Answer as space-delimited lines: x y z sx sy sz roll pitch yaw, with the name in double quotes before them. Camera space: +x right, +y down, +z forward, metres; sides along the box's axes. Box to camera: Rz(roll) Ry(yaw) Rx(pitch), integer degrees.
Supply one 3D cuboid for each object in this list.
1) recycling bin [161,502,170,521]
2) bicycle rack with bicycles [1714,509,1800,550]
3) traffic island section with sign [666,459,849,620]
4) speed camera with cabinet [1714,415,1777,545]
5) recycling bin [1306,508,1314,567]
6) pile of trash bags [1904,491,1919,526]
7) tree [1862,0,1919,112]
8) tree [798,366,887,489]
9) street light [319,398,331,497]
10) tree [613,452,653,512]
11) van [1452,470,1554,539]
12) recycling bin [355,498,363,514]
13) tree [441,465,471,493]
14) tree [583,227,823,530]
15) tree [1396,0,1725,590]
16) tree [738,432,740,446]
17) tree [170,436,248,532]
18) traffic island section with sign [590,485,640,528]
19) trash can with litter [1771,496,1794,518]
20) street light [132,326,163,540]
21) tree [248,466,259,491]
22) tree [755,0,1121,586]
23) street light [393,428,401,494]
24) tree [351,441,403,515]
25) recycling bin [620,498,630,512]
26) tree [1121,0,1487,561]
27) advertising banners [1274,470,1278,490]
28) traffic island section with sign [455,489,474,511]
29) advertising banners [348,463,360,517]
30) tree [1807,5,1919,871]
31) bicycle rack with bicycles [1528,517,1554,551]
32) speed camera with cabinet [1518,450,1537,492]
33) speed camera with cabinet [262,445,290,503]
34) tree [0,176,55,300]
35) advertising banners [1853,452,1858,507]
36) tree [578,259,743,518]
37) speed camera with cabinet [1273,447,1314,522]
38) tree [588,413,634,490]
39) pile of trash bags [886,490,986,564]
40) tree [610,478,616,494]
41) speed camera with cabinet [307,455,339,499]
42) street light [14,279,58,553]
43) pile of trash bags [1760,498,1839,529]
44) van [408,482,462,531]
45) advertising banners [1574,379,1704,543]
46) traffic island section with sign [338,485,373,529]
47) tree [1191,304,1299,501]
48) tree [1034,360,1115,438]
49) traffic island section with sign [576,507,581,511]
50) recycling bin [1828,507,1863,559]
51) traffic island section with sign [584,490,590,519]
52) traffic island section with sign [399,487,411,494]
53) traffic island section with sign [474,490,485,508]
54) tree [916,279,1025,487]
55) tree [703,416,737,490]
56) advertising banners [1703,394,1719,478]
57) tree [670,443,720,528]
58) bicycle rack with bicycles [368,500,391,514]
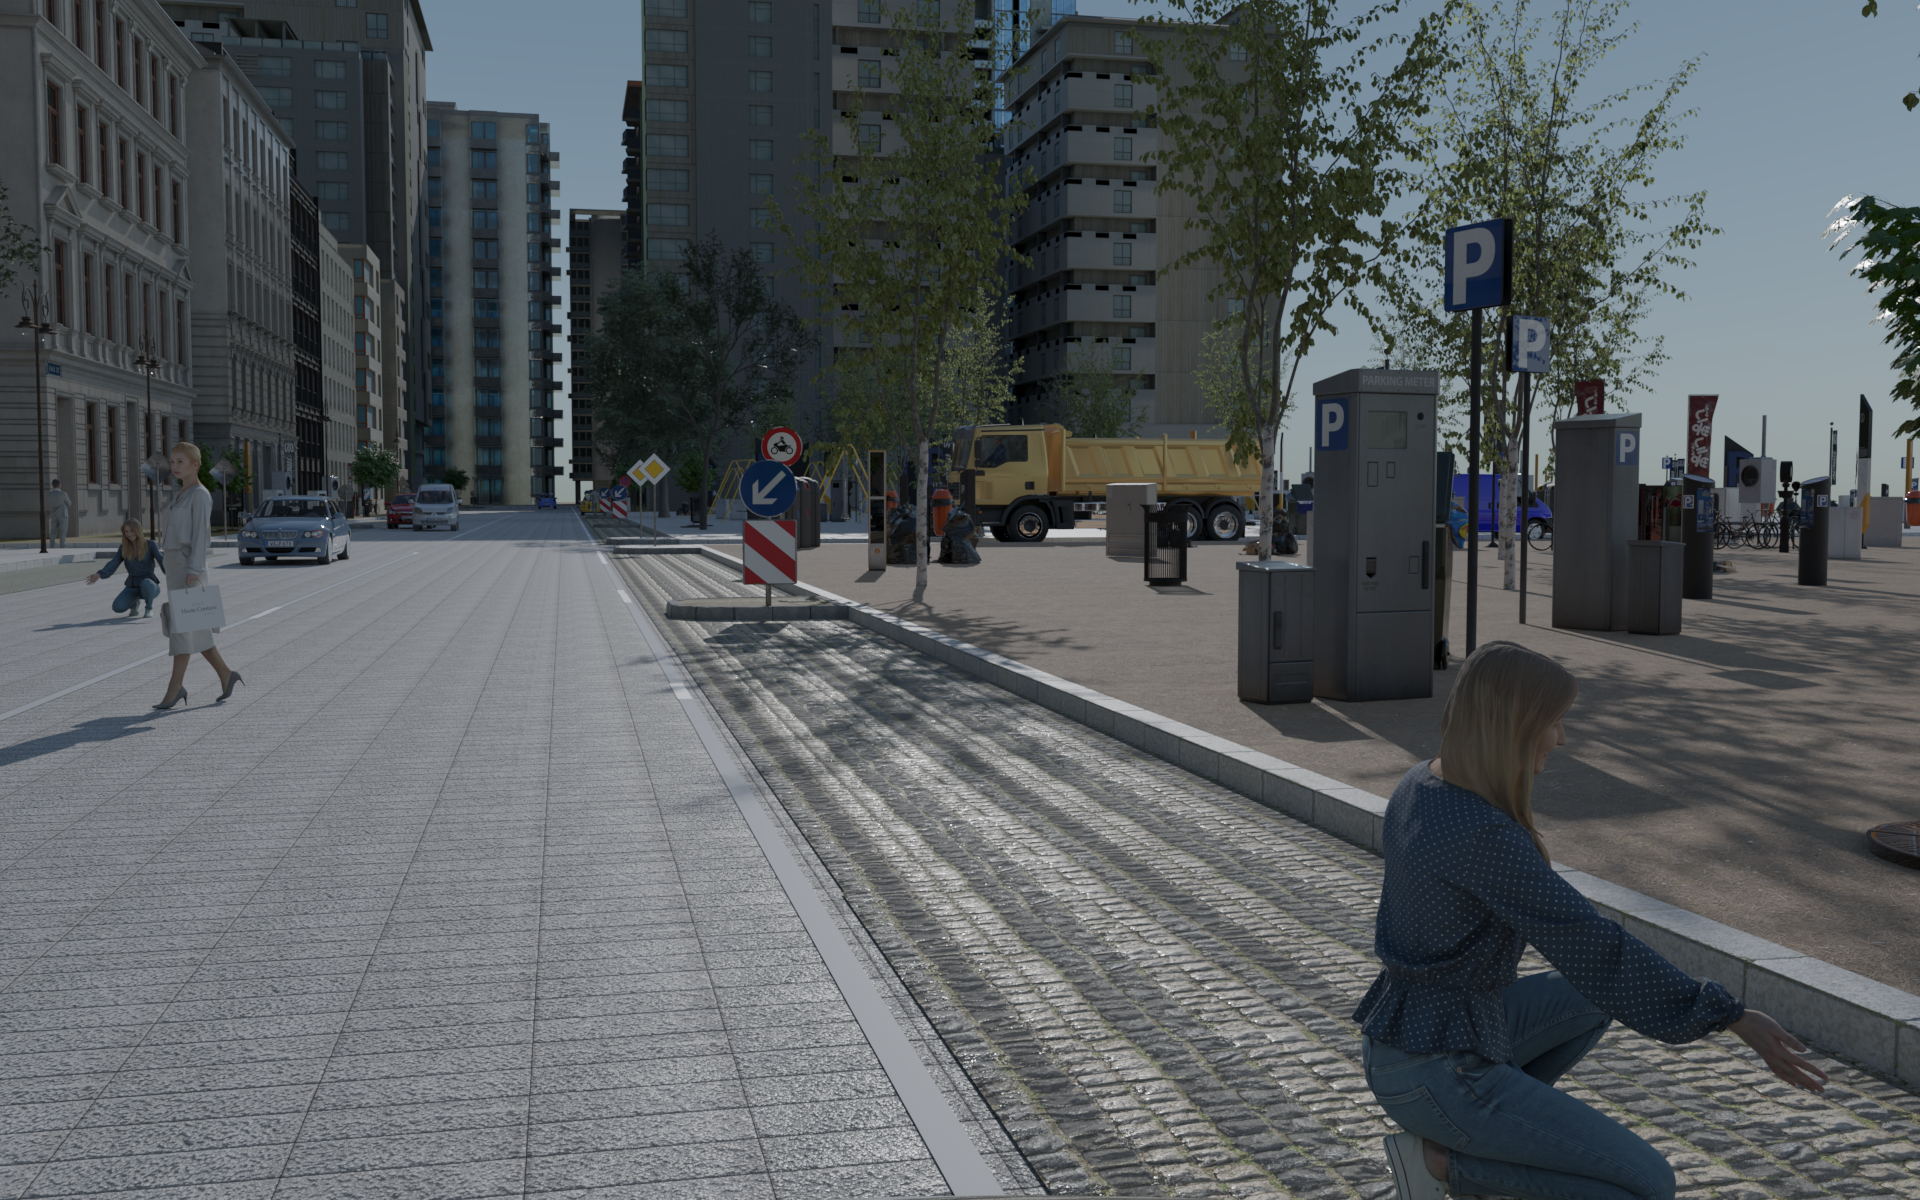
"recycling bin" -24.994 -2.620 55.390 0.722 1.027 0.722 1 4 16
"bicycle rack with bicycles" 18.602 -1.682 40.880 2.925 0.926 2.852 0 4 1
"traffic island section with sign" -2.454 -0.725 20.485 1.989 1.847 2.006 -1 4 -13
"speed camera with cabinet" 19.690 -3.037 43.993 0.660 3.252 2.038 -2 4 -24
"recycling bin" 5.636 -0.809 25.787 0.722 1.027 0.722 3 5 39
"pile of trash bags" 26.052 -2.175 45.319 3.447 1.369 1.912 -1 4 -23
"tree" 6.532 -3.644 9.936 4.737 8.622 4.395 0 3 0
"tree" -7.045 -9.058 98.468 4.360 8.622 3.978 0 3 0
"street light" -30.507 -6.766 83.413 0.468 5.910 1.993 -1 4 -13
"tree" -23.597 -8.679 125.609 4.285 4.588 4.351 0 3 0
"van" 14.945 -2.867 51.266 5.245 2.365 2.240 -1 4 -13
"recycling bin" -37.805 -5.905 109.105 0.722 1.027 0.722 -3 4 -36
"tree" -57.075 -12.980 195.937 4.285 4.588 4.351 0 3 0
"tree" -9.173 -7.766 61.380 8.767 10.594 7.601 0 4 -8
"tree" 7.619 -4.450 23.115 4.360 8.622 3.978 0 3 0
"tree" -11.466 -9.758 109.912 4.737 8.622 4.395 0 3 0
"tree" -25.404 -3.895 58.286 1.663 3.219 1.824 0 3 0
"traffic island section with sign" -14.725 -4.014 74.253 1.989 1.847 2.006 -1 4 -13
"trash can with litter" 45.015 -5.126 94.864 1.678 1.210 2.233 -3 5 -43
"street light" -22.389 -4.592 47.863 0.468 5.910 1.993 -1 4 -13
"tree" -25.427 -4.045 60.736 1.663 3.219 1.824 0 3 0
"tree" -0.628 -4.521 24.274 4.737 8.622 4.395 0 3 0
"street light" -38.455 -8.907 118.423 0.468 5.910 1.993 -1 4 -13
"tree" -35.902 -7.502 106.373 4.285 4.588 4.351 0 3 0
"recycling bin" -23.664 -6.712 122.297 0.722 1.027 0.722 -1 4 -11
"tree" 3.592 -4.197 18.976 4.737 8.622 4.395 0 3 0
"advertising banners" 23.354 -7.933 125.884 0.090 3.025 2.074 -1 4 -21
"traffic island section with sign" -42.580 -8.460 146.953 1.989 1.847 2.006 -1 4 -13
"advertising banners" -34.360 -6.236 98.151 0.090 3.025 2.074 0 4 -5
"tree" 3.876 -0.691 5.901 1.663 3.219 1.824 0 3 0
"bicycle rack with bicycles" 14.678 -1.573 39.095 2.925 0.926 2.852 3 5 41
"speed camera with cabinet" 25.663 -5.096 77.656 0.660 3.252 2.038 -1 4 -11
"speed camera with cabinet" -27.089 -4.545 68.639 0.660 3.252 2.038 0 4 -6
"tree" -17.429 -5.560 25.322 8.767 10.594 7.601 1 4 17
"advertising banners" 34.092 -4.267 65.950 0.090 3.025 2.074 2 4 26
"tree" -16.066 -11.444 93.770 9.857 13.997 8.962 0 3 0
"speed camera with cabinet" 13.972 -4.789 72.628 2.038 3.252 0.660 1 4 18
"tree" -29.008 -11.969 146.049 4.360 8.622 3.978 0 3 0
"pile of trash bags" -0.480 -1.436 33.233 1.912 1.369 3.447 0 4 4
"tree" -36.152 -11.412 181.188 1.663 3.219 1.824 0 3 0
"speed camera with cabinet" -32.345 -5.726 87.961 0.660 3.252 2.038 1 4 11
"street light" -19.917 -3.956 37.470 0.468 5.910 1.993 -1 4 -13
"pile of trash bags" 30.726 -3.294 63.617 1.912 1.369 3.447 -1 4 -20
"van" -20.543 -3.724 67.898 2.013 2.044 4.112 -1 4 -15
"advertising banners" 10.055 -1.816 25.882 0.090 3.025 2.074 -2 4 -35
"traffic island section with sign" -25.403 -3.859 71.726 1.989 1.847 2.006 -1 4 -13
"tree" 11.050 -7.202 68.111 4.360 8.622 3.978 0 3 0
"tree" 6.222 -8.890 95.710 4.360 8.622 3.978 0 3 0
"traffic island section with sign" -31.940 -8.621 149.577 1.989 1.847 2.006 -1 4 -13
"recycling bin" 17.334 -1.330 34.295 0.722 1.027 0.722 0 4 1
"traffic island section with sign" -20.791 -5.638 100.801 1.989 1.847 2.006 -1 4 -13
"traffic island section with sign" -31.576 -5.511 98.739 1.989 1.847 2.006 -1 4 -13
"traffic island section with sign" -48.612 -10.073 173.317 1.989 1.847 2.006 -1 4 -13
"tree" 0.220 -6.702 59.936 4.360 8.622 3.978 0 3 0
"tree" -16.725 -10.060 114.839 4.360 8.622 3.978 0 3 0
"advertising banners" 12.262 -2.099 30.500 2.074 3.025 0.090 0 4 4
"tree" -10.288 -4.544 68.899 1.663 3.219 1.824 0 3 0
"bicycle rack with bicycles" -38.059 -6.141 113.780 2.852 0.926 2.925 -1 4 -17
